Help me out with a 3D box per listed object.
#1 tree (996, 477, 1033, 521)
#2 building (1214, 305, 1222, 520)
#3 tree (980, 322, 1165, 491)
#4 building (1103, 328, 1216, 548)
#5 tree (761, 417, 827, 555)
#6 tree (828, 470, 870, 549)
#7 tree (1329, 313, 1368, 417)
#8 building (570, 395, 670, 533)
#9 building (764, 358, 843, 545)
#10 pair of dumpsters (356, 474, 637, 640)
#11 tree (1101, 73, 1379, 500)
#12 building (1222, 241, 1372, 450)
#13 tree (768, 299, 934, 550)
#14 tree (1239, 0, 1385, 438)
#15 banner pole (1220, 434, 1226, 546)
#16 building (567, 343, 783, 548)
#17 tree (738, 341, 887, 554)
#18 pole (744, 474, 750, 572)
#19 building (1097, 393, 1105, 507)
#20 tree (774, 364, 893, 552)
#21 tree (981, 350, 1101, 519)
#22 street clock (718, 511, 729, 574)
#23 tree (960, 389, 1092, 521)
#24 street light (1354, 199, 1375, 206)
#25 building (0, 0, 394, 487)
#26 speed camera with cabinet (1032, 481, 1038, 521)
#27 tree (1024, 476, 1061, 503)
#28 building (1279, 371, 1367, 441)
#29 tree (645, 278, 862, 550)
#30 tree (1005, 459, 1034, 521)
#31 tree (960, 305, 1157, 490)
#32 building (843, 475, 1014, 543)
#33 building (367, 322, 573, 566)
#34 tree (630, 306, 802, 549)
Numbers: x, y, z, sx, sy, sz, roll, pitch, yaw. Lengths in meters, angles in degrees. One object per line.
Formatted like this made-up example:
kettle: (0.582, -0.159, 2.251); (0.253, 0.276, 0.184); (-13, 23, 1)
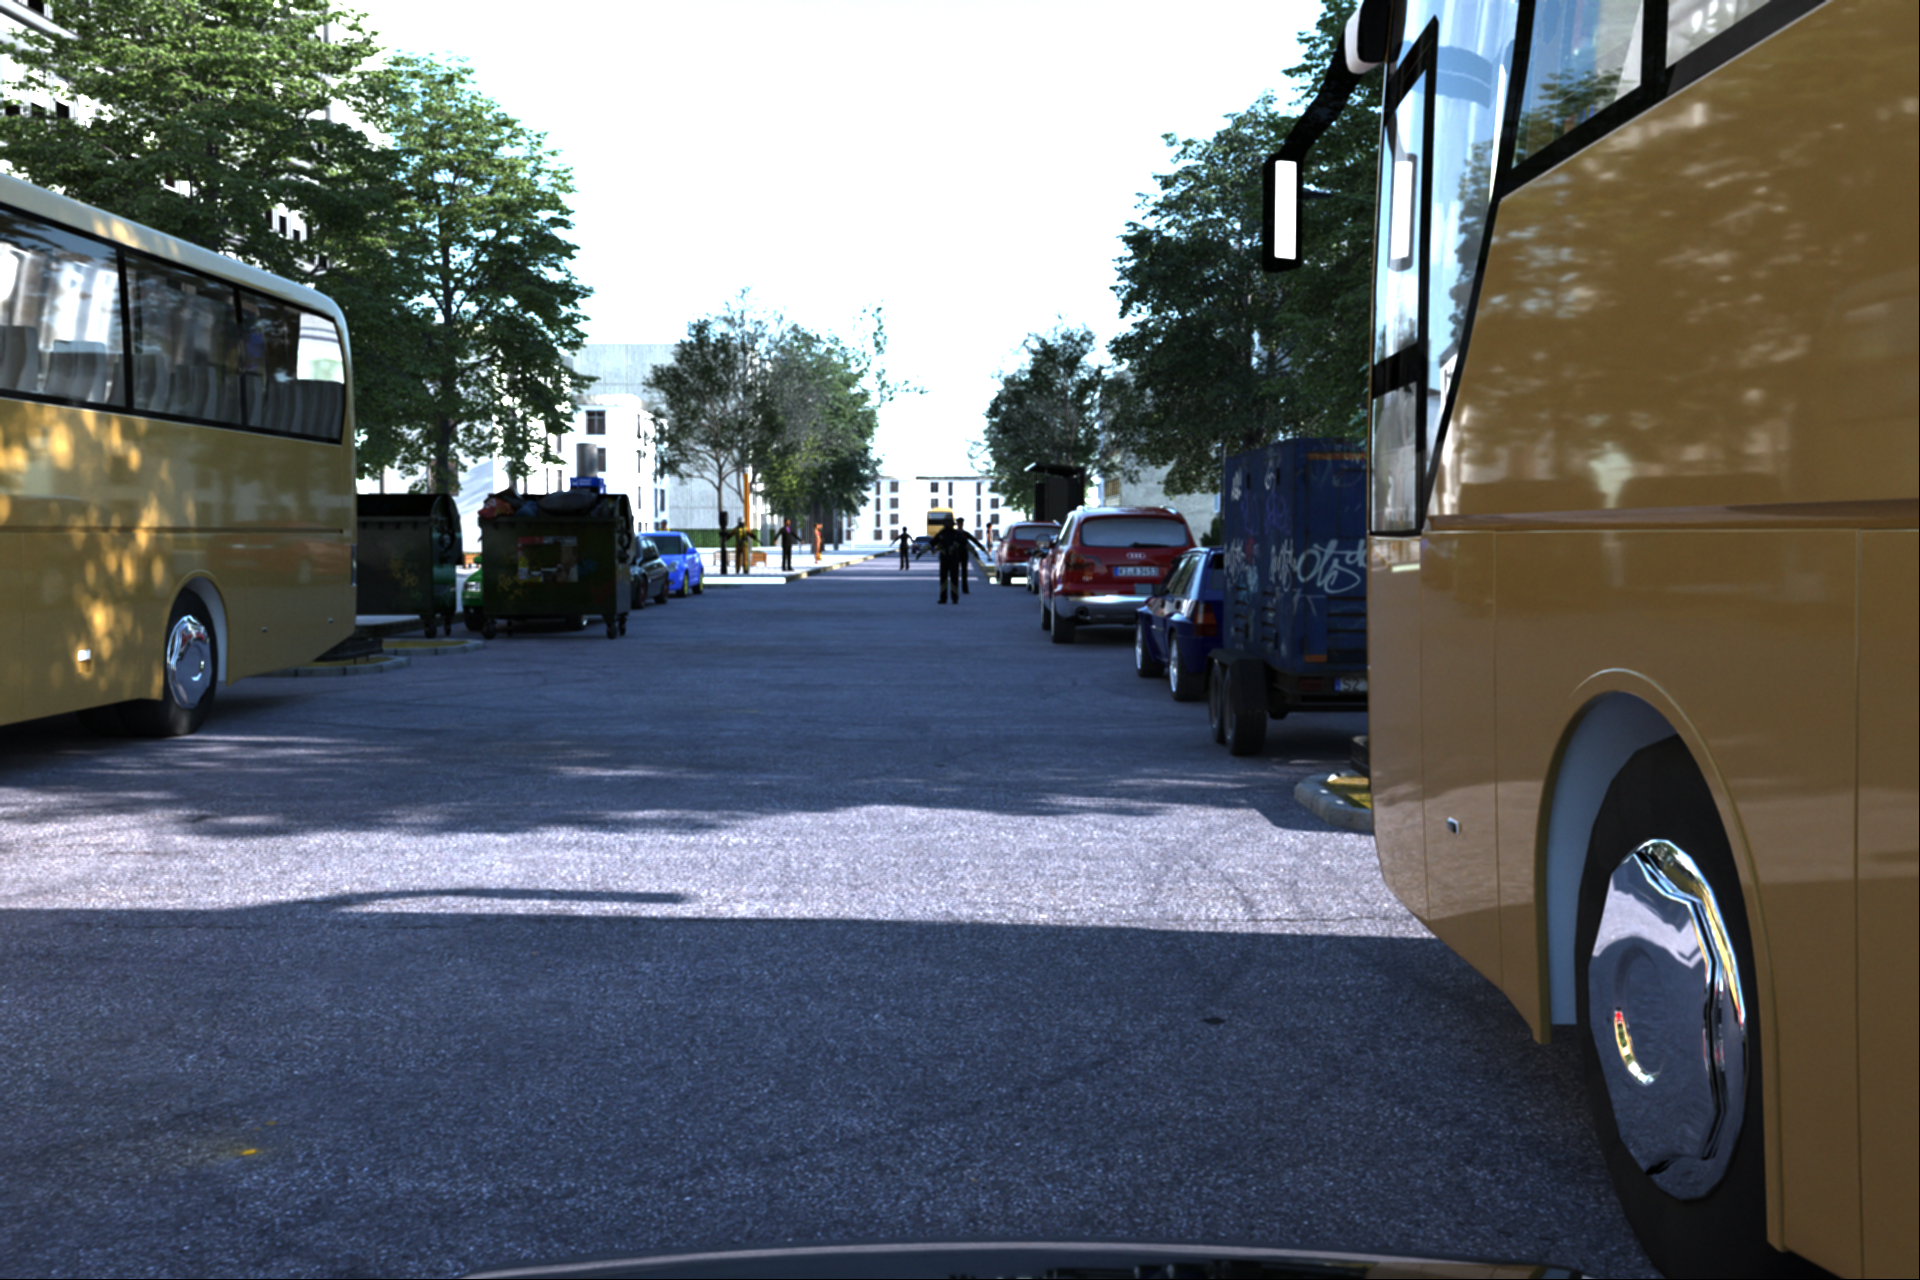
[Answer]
tree: (5.149, -12.570, 155.880); (4.360, 8.622, 3.978); (0, 3, 0)
building: (24.813, -16.887, 132.522); (16.016, 20.090, 11.380); (0, 3, 0)
tree: (5.338, -8.653, 75.887); (8.767, 10.594, 7.601); (-1, 4, -14)
building: (24.447, -20.928, 173.107); (19.493, 23.208, 18.063); (0, 4, 0)
tree: (-10.043, -9.528, 106.146); (4.737, 8.622, 4.395); (0, 3, 0)
tree: (-9.280, -12.312, 151.658); (4.360, 8.622, 3.978); (0, 3, 0)
tree: (16.654, -8.428, 63.545); (9.928, 11.665, 9.643); (0, 3, 0)
building: (-24.373, -10.792, 118.591); (9.099, 9.664, 28.070); (0, 4, 0)
building: (-29.627, -22.859, 217.716); (27.936, 21.610, 32.646); (0, 4, 0)
pair of dumpsters: (-6.781, -1.159, 23.896); (4.436, 2.255, 1.574); (0, 4, -1)
tree: (8.259, -8.721, 49.242); (9.857, 13.997, 8.962); (0, 3, 0)
building: (22.343, -15.688, 112.921); (16.016, 20.090, 11.380); (0, 4, 0)
tree: (-8.710, -17.298, 138.706); (12.611, 20.169, 13.585); (0, 3, 0)
tree: (8.807, -6.907, 31.054); (7.486, 12.596, 7.792); (0, 3, 0)
banner pole: (6.536, -3.243, 43.032); (0.401, 3.779, 0.863); (0, 3, 0)
building: (-27.966, -18.944, 176.195); (16.747, 18.905, 31.486); (0, 4, 0)
tree: (-9.671, -12.680, 113.976); (9.857, 13.997, 8.962); (0, 3, 0)
pole: (-7.207, -3.955, 58.499); (0.158, 3.312, 0.155); (0, 3, 0)
building: (23.069, -22.620, 226.256); (16.016, 20.090, 11.380); (0, 4, 0)
tree: (-9.899, -13.127, 124.994); (12.009, 13.543, 11.850); (0, 3, 0)
tree: (4.982, -11.498, 106.113); (7.486, 12.596, 7.792); (0, 3, 0)
street clock: (-7.538, -3.099, 55.233); (0.358, 2.002, 0.471); (0, 4, 1)
tree: (5.242, -13.636, 133.323); (12.009, 13.543, 11.850); (0, 3, 0)
street light: (6.248, -3.120, 23.551); (1.470, 5.913, 1.316); (0, 4, 0)
building: (-29.438, -14.255, 40.671); (19.016, 26.051, 41.698); (0, 4, 1)
speed camera with cabinet: (3.034, -4.276, 64.250); (0.660, 3.252, 2.038); (0, 4, 1)
tree: (5.918, -10.408, 120.540); (4.737, 8.622, 4.395); (0, 3, 0)
building: (22.305, -8.671, 83.916); (9.099, 9.664, 28.070); (0, 4, 0)
tree: (-10.369, -10.624, 84.076); (12.009, 13.543, 11.850); (0, 3, 0)
tree: (5.908, -12.014, 146.799); (4.737, 8.622, 4.395); (0, 3, 0)
tree: (5.578, -11.126, 92.281); (12.009, 13.543, 11.850); (0, 3, 0)
building: (-6.281, -18.420, 245.772); (28.070, 9.664, 9.099); (0, 4, 2)
building: (-23.019, -8.606, 82.862); (9.099, 9.664, 28.070); (0, 4, 0)
tree: (-10.111, -8.388, 71.556); (7.601, 10.594, 8.767); (-1, 4, -9)
